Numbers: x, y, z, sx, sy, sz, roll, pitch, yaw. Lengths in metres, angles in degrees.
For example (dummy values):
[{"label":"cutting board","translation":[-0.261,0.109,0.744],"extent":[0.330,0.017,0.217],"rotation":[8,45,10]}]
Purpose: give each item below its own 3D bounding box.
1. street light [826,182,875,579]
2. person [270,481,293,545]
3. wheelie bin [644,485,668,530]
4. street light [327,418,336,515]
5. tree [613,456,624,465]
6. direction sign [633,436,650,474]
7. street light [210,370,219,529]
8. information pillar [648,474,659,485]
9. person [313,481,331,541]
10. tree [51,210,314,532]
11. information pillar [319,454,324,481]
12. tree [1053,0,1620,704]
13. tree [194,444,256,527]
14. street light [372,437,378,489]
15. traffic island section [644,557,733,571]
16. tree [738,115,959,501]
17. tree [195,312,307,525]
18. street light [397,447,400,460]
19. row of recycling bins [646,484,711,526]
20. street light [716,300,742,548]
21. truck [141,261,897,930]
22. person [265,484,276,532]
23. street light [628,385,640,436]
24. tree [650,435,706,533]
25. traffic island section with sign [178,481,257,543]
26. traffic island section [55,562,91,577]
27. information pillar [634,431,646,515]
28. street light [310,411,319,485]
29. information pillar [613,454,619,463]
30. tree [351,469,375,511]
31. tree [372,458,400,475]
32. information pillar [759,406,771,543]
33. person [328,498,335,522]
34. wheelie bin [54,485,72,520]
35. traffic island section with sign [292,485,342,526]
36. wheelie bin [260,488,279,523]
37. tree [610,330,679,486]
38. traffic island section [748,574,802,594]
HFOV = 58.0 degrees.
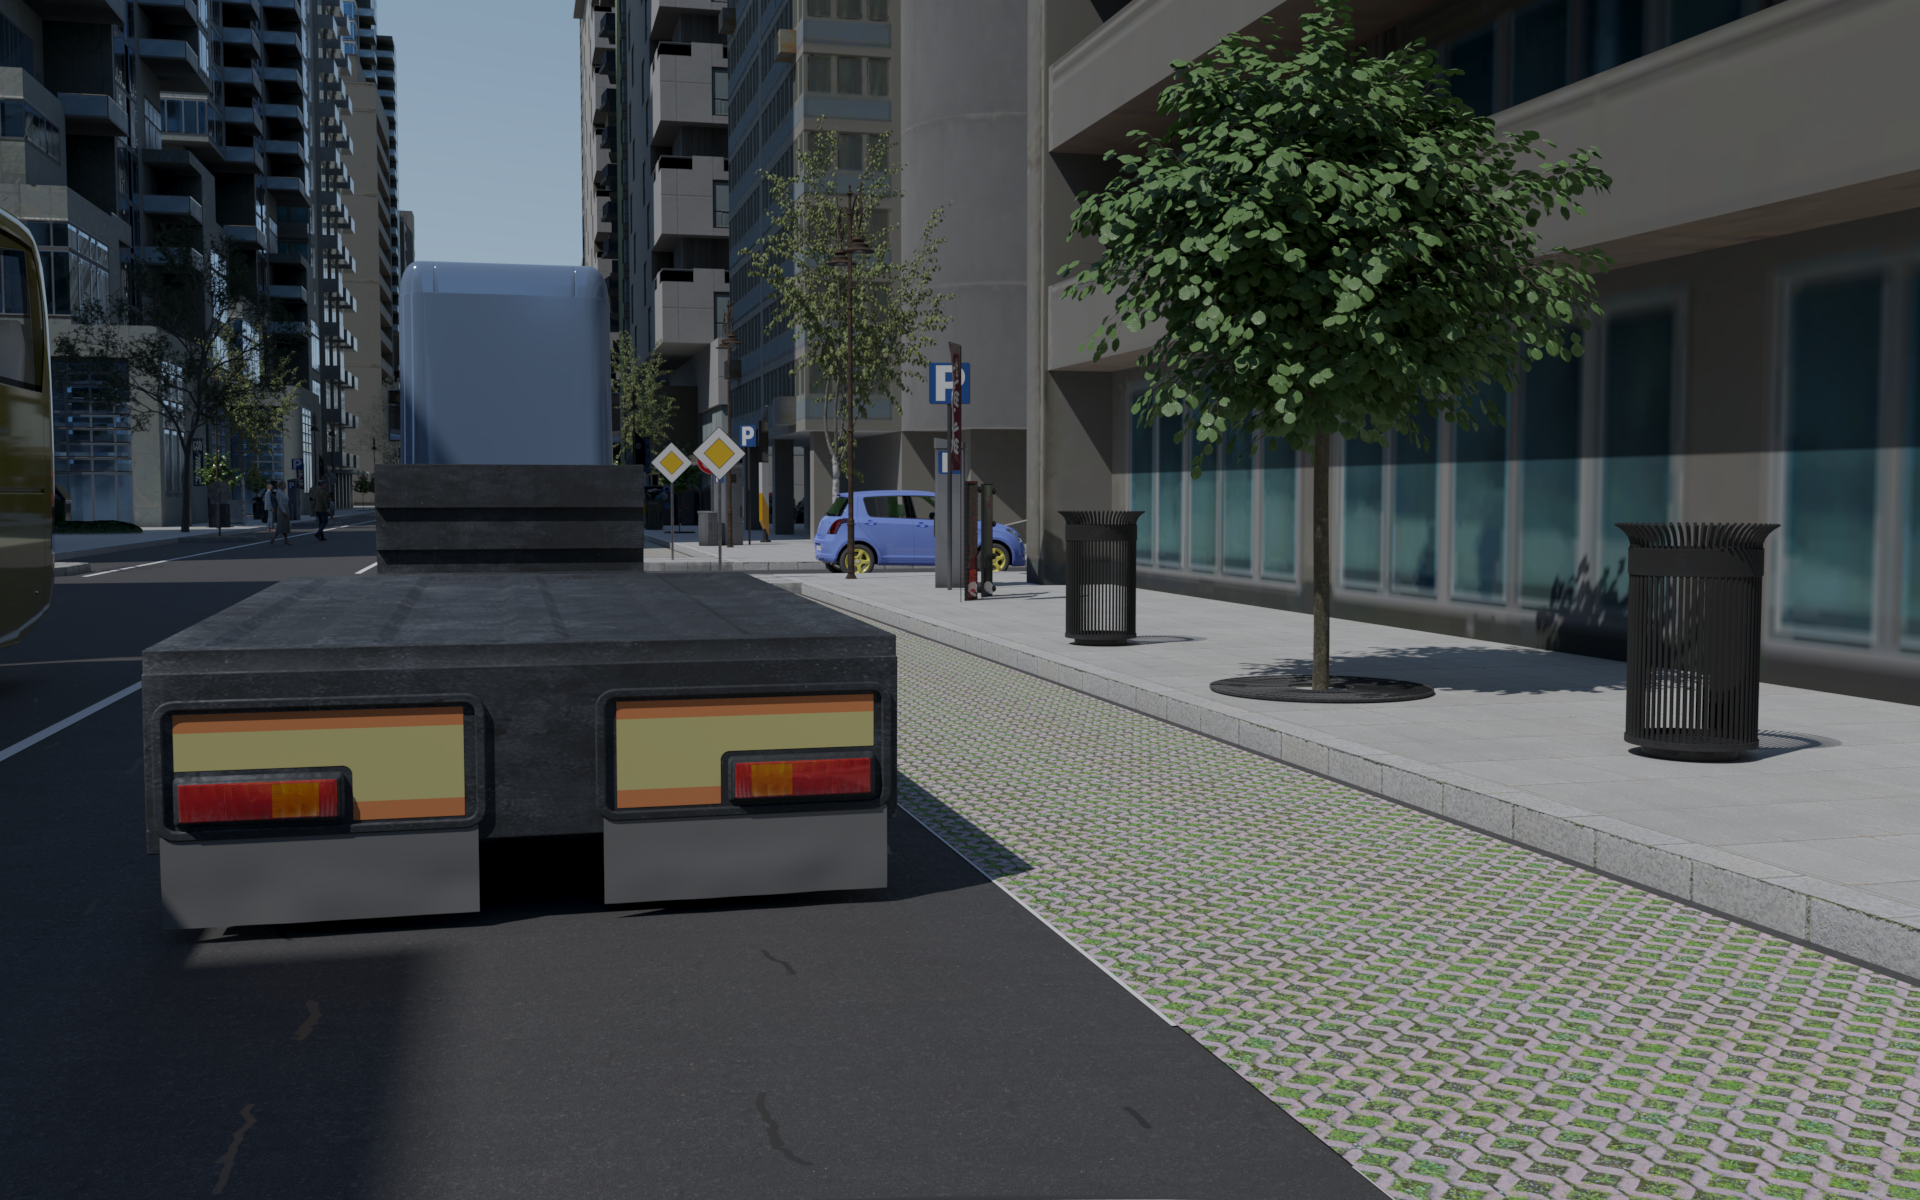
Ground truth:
[{"label":"street light","translation":[-1.647,-3.257,26.035],"extent":[0.468,5.910,1.993],"rotation":[-1,4,-14]},{"label":"person","translation":[-18.979,-2.424,48.360],"extent":[0.641,1.798,0.478],"rotation":[0,4,8]},{"label":"wheelie bin","translation":[-10.940,-3.312,62.051],"extent":[0.980,1.594,0.693],"rotation":[-1,4,-10]},{"label":"street light","translation":[-37.916,-8.063,104.620],"extent":[0.468,5.910,1.993],"rotation":[-1,4,-14]},{"label":"tree","translation":[-17.175,-5.636,86.748],"extent":[1.663,3.219,1.824],"rotation":[0,3,0]},{"label":"direction sign","translation":[-12.471,-4.640,67.854],"extent":[0.379,3.537,0.876],"rotation":[3,4,37]},{"label":"street light","translation":[-27.517,-5.586,64.116],"extent":[0.468,5.910,1.993],"rotation":[-1,4,-14]},{"label":"information pillar","translation":[-11.159,-3.582,63.060],"extent":[0.304,2.012,0.304],"rotation":[-3,4,-36]},{"label":"person","translation":[-19.602,-2.740,53.217],"extent":[0.656,1.842,0.836],"rotation":[0,4,5]},{"label":"tree","translation":[-25.977,-7.537,57.635],"extent":[8.767,10.594,7.601],"rotation":[-1,4,-21]},{"label":"information pillar","translation":[-37.556,-6.761,101.890],"extent":[0.183,3.616,0.504],"rotation":[0,4,4]},{"label":"tree","translation":[2.306,-1.683,11.226],"extent":[4.285,4.588,4.351],"rotation":[0,3,0]},{"label":"tree","translation":[-28.481,-4.419,66.849],"extent":[1.663,3.219,1.824],"rotation":[0,3,0]},{"label":"street light","translation":[-46.322,-10.048,137.071],"extent":[0.468,5.910,1.993],"rotation":[-1,4,-14]},{"label":"traffic island section","translation":[-5.579,-0.702,33.757],"extent":[2.009,0.180,2.903],"rotation":[-1,4,-14]},{"label":"tree","translation":[-2.269,-5.160,34.736],"extent":[4.737,8.622,4.395],"rotation":[0,3,0]},{"label":"tree","translation":[-29.199,-7.377,70.975],"extent":[4.737,8.622,4.395],"rotation":[0,3,0]},{"label":"street light","translation":[-54.657,-12.006,169.080],"extent":[0.468,5.910,1.993],"rotation":[-1,4,-14]},{"label":"row of recycling bins","translation":[-11.474,-3.888,70.682],"extent":[3.534,1.692,1.069],"rotation":[0,4,4]},{"label":"street light","translation":[-5.513,-4.196,41.387],"extent":[0.468,5.910,1.993],"rotation":[-1,4,-14]},{"label":"truck","translation":[-3.797,-1.524,14.670],"extent":[2.967,4.110,18.799],"rotation":[-1,4,-15]},{"label":"person","translation":[-26.276,-3.506,66.005],"extent":[0.419,1.800,0.721],"rotation":[-2,4,-31]},{"label":"street light","translation":[-13.801,-6.154,73.408],"extent":[0.468,5.910,1.993],"rotation":[-1,4,-14]},{"label":"tree","translation":[-9.088,-3.802,56.761],"extent":[1.663,3.219,1.824],"rotation":[0,3,0]},{"label":"traffic island section with sign","translation":[-22.328,-2.664,52.185],"extent":[1.989,1.847,2.006],"rotation":[-1,4,-14]},{"label":"traffic island section","translation":[-16.804,-0.526,30.874],"extent":[2.009,0.180,2.903],"rotation":[-1,4,-14]},{"label":"information pillar","translation":[-11.868,-4.456,64.207],"extent":[0.183,3.616,0.504],"rotation":[3,5,44]},{"label":"street light","translation":[-36.015,-7.582,96.761],"extent":[0.468,5.910,1.993],"rotation":[-1,4,-14]},{"label":"information pillar","translation":[-20.183,-6.732,101.422],"extent":[0.504,3.616,0.183],"rotation":[-3,5,-40]},{"label":"tree","translation":[-45.228,-8.375,131.525],"extent":[1.663,3.219,1.824],"rotation":[0,3,0]},{"label":"tree","translation":[-51.905,-10.643,157.719],"extent":[4.285,4.588,4.351],"rotation":[0,3,0]},{"label":"information pillar","translation":[-5.182,-3.330,45.808],"extent":[0.183,3.616,0.504],"rotation":[1,4,15]},{"label":"person","translation":[-32.074,-4.599,88.370],"extent":[0.352,1.250,0.332],"rotation":[0,4,3]},{"label":"wheelie bin","translation":[-30.145,-3.057,57.891],"extent":[0.693,1.594,0.980],"rotation":[0,4,-8]},{"label":"traffic island section with sign","translation":[-29.055,-4.261,78.290],"extent":[1.989,1.847,2.006],"rotation":[-1,4,-14]},{"label":"wheelie bin","translation":[-30.645,-4.226,77.005],"extent":[0.693,1.594,0.980],"rotation":[0,4,-1]},{"label":"tree","translation":[-14.371,-7.763,77.295],"extent":[4.737,8.622,4.395],"rotation":[0,3,0]},{"label":"traffic island section","translation":[-3.582,-0.229,26.025],"extent":[2.009,0.180,2.903],"rotation":[-1,4,-14]}]
